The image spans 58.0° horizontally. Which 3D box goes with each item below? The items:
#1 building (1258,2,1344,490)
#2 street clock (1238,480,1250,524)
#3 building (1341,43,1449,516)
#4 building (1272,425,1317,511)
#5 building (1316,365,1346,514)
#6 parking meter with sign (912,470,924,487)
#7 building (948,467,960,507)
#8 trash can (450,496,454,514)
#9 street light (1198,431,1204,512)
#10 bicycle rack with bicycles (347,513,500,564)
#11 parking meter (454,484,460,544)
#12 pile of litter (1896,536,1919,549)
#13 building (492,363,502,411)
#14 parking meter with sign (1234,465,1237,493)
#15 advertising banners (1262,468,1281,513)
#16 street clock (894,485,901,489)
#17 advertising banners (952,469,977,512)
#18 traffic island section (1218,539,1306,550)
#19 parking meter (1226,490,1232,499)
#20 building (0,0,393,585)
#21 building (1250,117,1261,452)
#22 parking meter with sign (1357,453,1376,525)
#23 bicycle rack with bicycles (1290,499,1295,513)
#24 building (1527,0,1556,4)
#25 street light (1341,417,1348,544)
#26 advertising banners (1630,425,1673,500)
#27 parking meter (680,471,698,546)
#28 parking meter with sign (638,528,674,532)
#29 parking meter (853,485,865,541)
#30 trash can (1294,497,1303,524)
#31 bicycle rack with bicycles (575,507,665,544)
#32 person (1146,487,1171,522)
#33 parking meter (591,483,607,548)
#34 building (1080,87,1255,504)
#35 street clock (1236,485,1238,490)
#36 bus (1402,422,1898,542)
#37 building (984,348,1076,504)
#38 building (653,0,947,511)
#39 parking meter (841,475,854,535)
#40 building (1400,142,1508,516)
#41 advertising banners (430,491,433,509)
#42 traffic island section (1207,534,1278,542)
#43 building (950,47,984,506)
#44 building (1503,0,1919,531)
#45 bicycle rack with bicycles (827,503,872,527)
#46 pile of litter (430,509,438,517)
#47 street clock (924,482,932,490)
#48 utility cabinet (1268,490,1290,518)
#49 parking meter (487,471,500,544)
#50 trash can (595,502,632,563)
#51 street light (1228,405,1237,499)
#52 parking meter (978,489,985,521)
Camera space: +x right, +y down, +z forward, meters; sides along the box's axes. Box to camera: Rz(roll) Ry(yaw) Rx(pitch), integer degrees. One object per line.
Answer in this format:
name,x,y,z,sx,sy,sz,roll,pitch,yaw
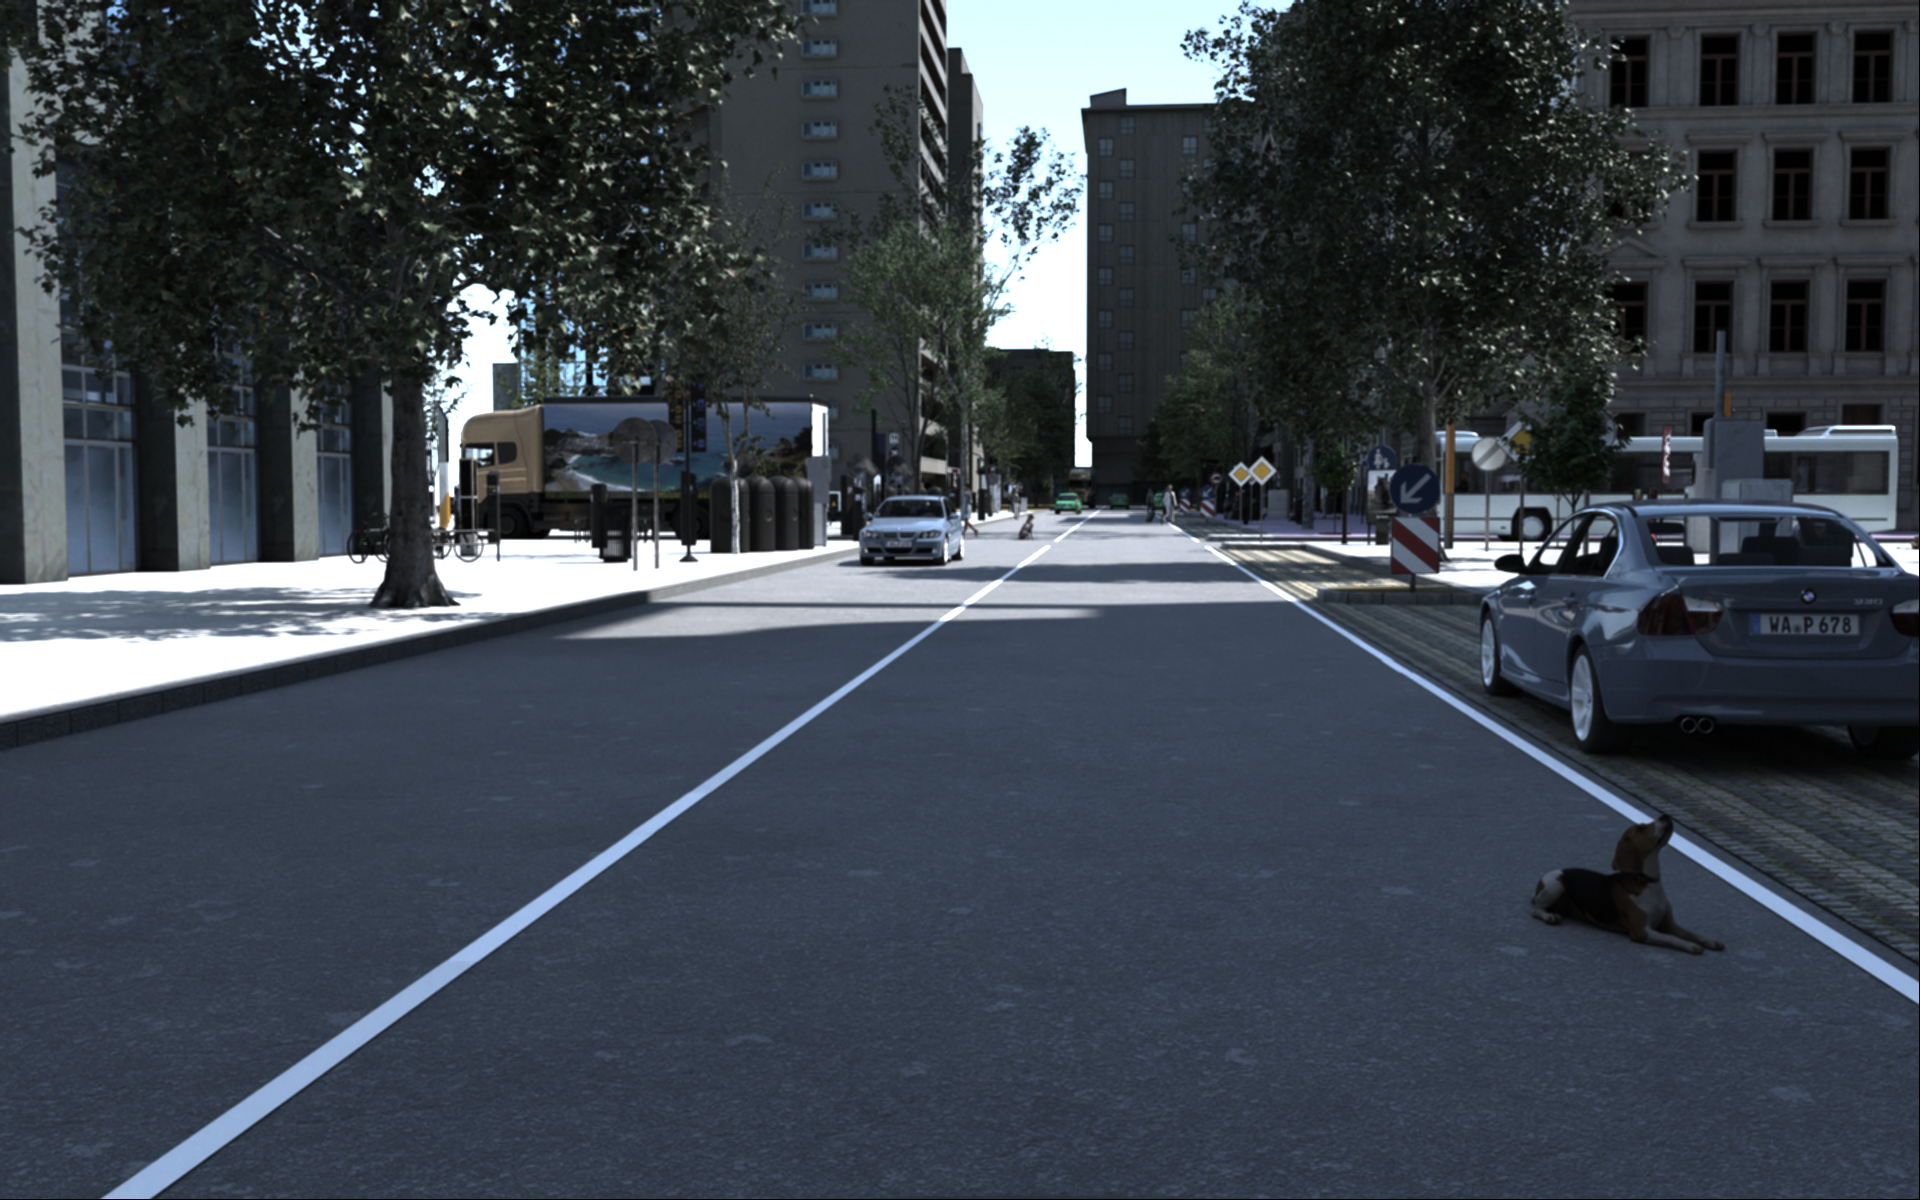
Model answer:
building,40.675,-33.295,168.077,21.300,48.544,21.600,0,4,5
street clock,12.067,-4.190,73.070,0.358,2.002,0.471,1,4,17
building,29.870,-19.226,100.256,13.634,28.700,20.117,0,4,5
building,41.224,-18.257,143.538,27.650,21.520,28.899,0,4,5
building,31.629,-17.666,118.509,12.332,23.373,15.834,0,4,5
parking meter with sign,-2.743,-7.759,123.126,0.543,3.016,1.738,2,4,25
building,-10.596,-44.212,161.118,20.563,71.187,20.611,0,4,5
trash can,-31.486,-5.883,107.833,0.748,1.137,0.748,0,3,0
street light,17.639,-9.453,127.344,0.468,5.910,1.993,0,4,5
bicycle rack with bicycles,-10.178,-1.174,32.583,2.852,0.926,2.925,3,5,39
parking meter,-12.855,-2.218,44.669,0.372,1.533,0.369,0,3,0
pile of litter,22.742,-1.615,40.377,1.719,0.858,1.176,1,4,23
building,-34.932,-53.555,188.302,31.000,86.520,22.319,0,4,5
parking meter with sign,17.559,-6.699,105.789,1.738,3.016,0.543,-2,4,-25
advertising banners,20.756,-7.295,115.458,0.090,3.025,2.074,-2,4,-27
street clock,-3.683,-5.961,102.032,0.358,2.002,0.471,2,4,32
advertising banners,0.301,-7.643,121.148,2.074,3.025,0.090,-2,4,-32
traffic island section,7.908,-1.412,45.369,2.009,0.180,2.903,0,4,5
parking meter,16.179,-5.862,104.261,0.372,1.533,0.369,0,3,0
building,-28.466,-43.574,25.110,31.000,86.520,22.319,0,4,5
building,38.898,-32.816,186.651,14.600,45.320,14.200,0,4,5
parking meter with sign,17.359,-4.663,72.501,0.543,3.016,1.738,-2,4,-24
bicycle rack with bicycles,22.943,-6.469,119.142,2.925,0.926,2.852,3,5,45
building,82.039,-47.947,222.180,20.611,71.187,20.563,0,4,5
street light,9.864,-4.372,44.268,0.468,5.910,1.993,0,4,5
advertising banners,17.378,-2.893,43.482,2.074,3.025,0.090,-3,5,-42
parking meter,-6.728,-2.283,43.033,0.399,1.863,0.255,-1,4,-16
parking meter with sign,-10.010,-3.786,58.163,1.738,3.016,0.543,-2,4,-26
parking meter,-2.723,-2.365,47.076,0.372,1.533,0.369,0,3,0
trash can,14.518,-3.775,73.374,0.748,1.137,0.748,0,3,0
bicycle rack with bicycles,-9.105,-1.993,45.962,2.852,0.926,2.925,0,4,-8
person,10.119,-4.836,87.788,1.509,1.804,0.699,-1,4,-19
parking meter,-8.567,-2.000,41.113,0.372,1.533,0.369,0,3,0
building,30.196,-39.345,232.526,27.495,52.752,28.713,0,4,5
street clock,16.880,-6.112,104.497,0.358,2.002,0.471,3,4,37
bus,18.487,-3.250,48.001,13.247,3.499,2.948,0,4,6
building,0.912,-23.892,235.666,28.899,21.520,27.650,0,4,5
building,-12.676,-31.630,140.846,21.300,48.544,21.600,0,4,5
parking meter,-3.489,-2.940,53.774,0.255,1.863,0.399,3,5,44
building,26.651,-13.200,80.446,10.561,19.102,19.286,0,4,5
advertising banners,-30.824,-6.392,100.691,2.074,3.025,0.090,-1,4,-17
traffic island section,8.654,-1.898,53.319,2.009,0.180,2.903,0,4,5
building,-8.736,-34.438,186.766,21.600,48.544,21.300,0,4,5
building,31.564,-13.948,64.201,21.152,22.565,11.583,0,4,5
bicycle rack with bicycles,-3.827,-3.352,68.193,2.925,0.926,2.852,1,4,19
pile of litter,-30.671,-5.204,99.043,1.719,0.858,1.176,0,4,-1
street clock,-1.948,-6.115,104.553,0.471,2.002,0.358,-1,4,-9
utility cabinet,16.581,-4.981,90.111,1.173,1.500,0.318,3,5,44
parking meter,-11.858,-2.344,44.028,0.255,1.863,0.399,0,4,-4
trash can,-6.494,-1.283,32.631,0.748,1.137,0.748,0,3,0
street light,14.224,-7.178,90.153,0.468,5.910,1.993,0,4,5
parking meter,1.044,-4.604,83.692,0.372,1.533,0.369,0,3,0
